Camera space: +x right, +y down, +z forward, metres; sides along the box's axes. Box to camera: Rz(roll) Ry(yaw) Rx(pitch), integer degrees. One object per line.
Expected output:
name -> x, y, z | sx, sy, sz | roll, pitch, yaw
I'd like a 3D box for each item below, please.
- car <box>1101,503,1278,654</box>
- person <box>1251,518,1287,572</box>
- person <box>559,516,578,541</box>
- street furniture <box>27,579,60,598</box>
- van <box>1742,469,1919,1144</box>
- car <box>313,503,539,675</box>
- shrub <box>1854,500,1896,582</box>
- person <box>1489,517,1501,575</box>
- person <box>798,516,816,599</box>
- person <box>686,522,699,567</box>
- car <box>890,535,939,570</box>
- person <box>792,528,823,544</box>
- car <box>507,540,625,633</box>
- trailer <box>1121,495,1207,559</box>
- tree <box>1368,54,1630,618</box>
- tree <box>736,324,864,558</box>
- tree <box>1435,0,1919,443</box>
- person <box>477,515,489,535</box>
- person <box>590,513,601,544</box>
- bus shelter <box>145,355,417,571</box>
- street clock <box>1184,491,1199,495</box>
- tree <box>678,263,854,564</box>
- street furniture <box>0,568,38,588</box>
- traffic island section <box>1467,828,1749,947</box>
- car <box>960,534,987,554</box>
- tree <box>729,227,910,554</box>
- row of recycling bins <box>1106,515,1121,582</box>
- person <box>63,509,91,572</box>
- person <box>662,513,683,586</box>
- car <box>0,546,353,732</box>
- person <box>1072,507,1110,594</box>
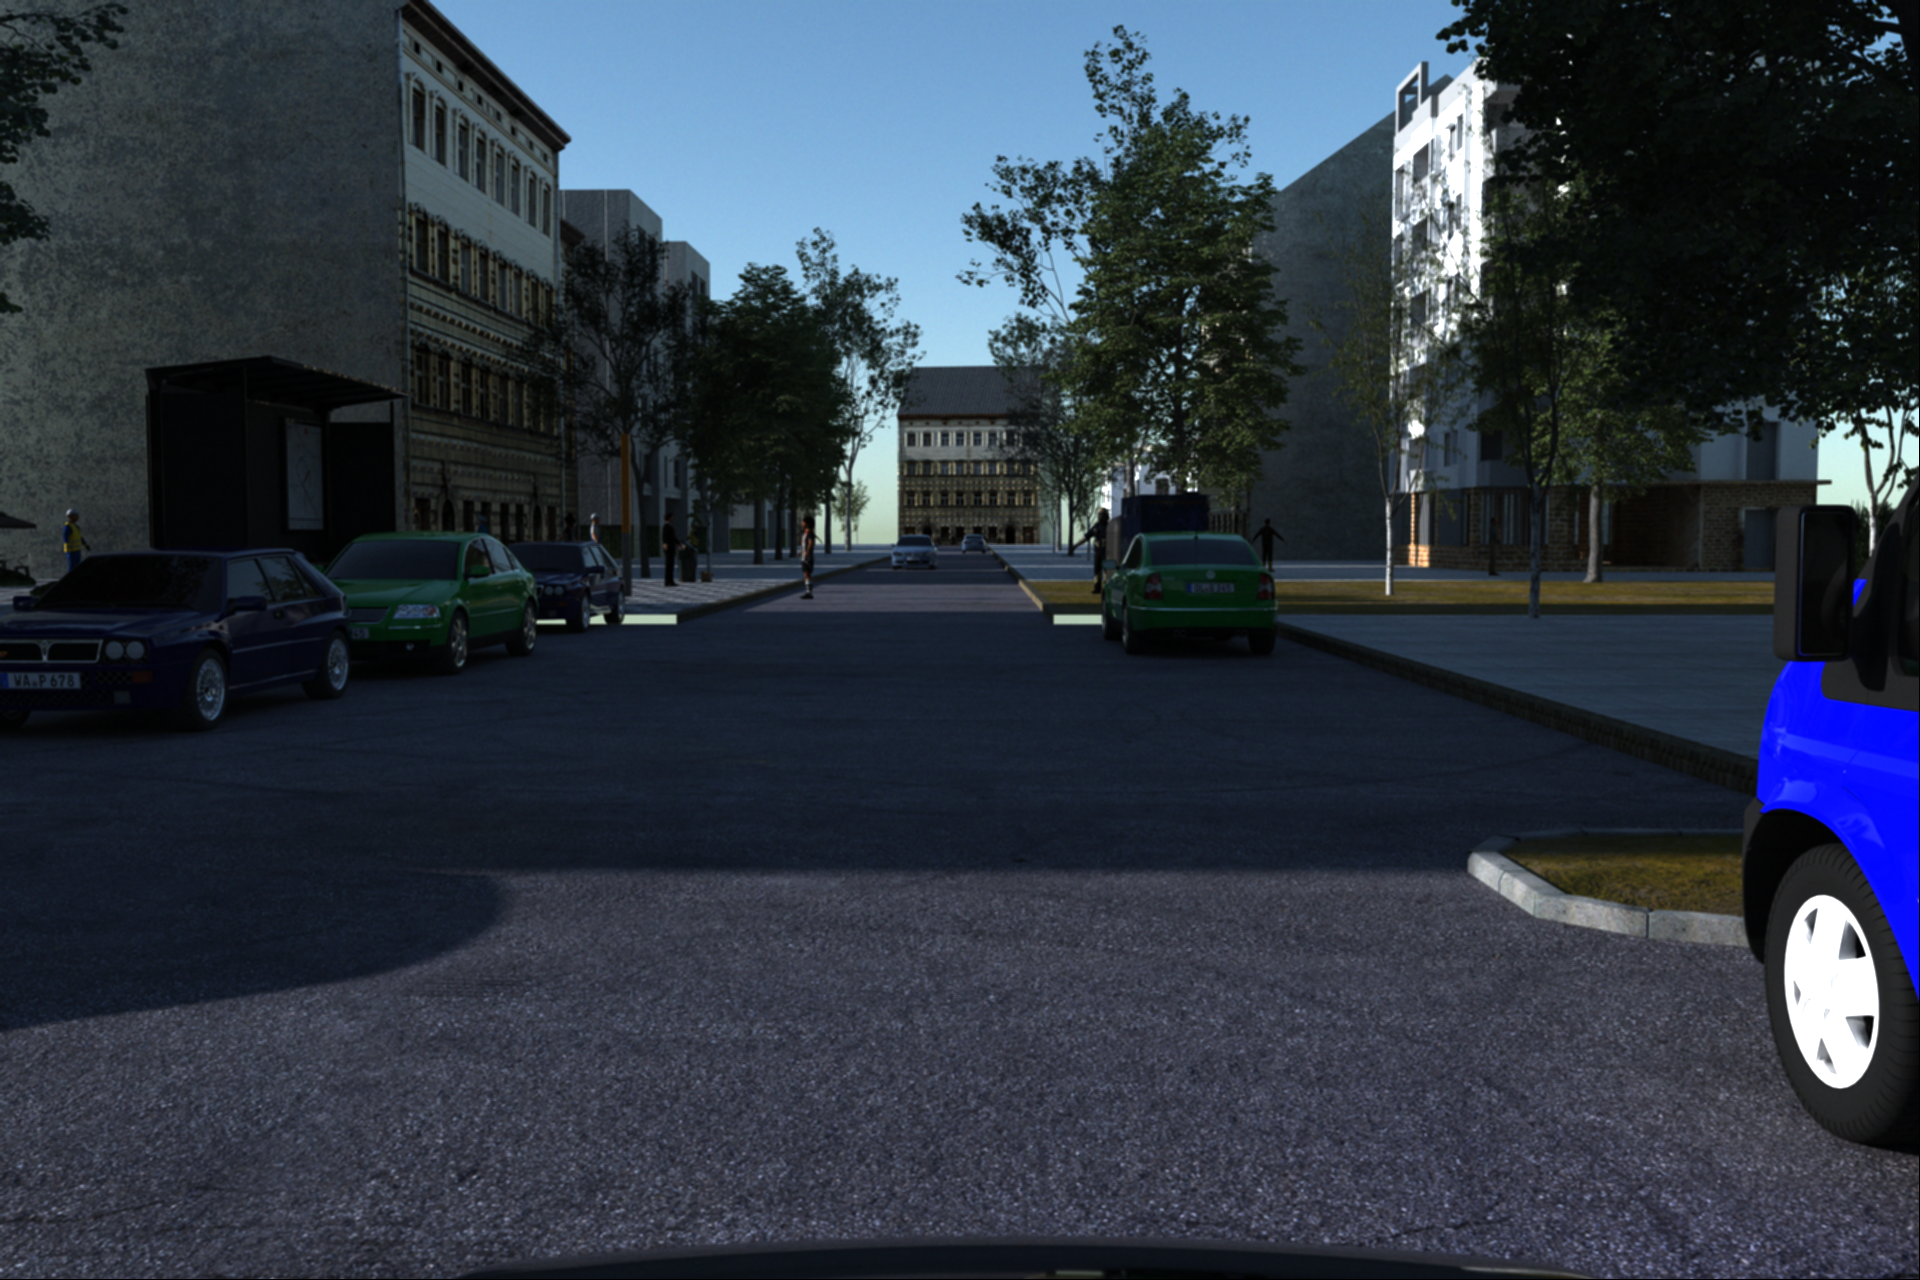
car -> 2.835, -0.810, 22.044 | 1.959, 1.807, 4.718 | 0, 4, -1
person -> 10.485, -3.231, 58.962 | 1.346, 1.812, 0.704 | 3, 4, 37
person -> -11.590, -2.759, 51.261 | 0.704, 1.843, 1.345 | 1, 4, 15
street furniture -> -13.141, -1.185, 34.997 | 10.072, 0.657, 5.734 | -2, 4, -28
van -> 2.972, 0.125, 2.335 | 2.240, 2.365, 5.245 | 0, 4, -1
car -> -5.953, -0.626, 19.025 | 1.959, 1.807, 4.718 | 0, 4, 1
shrub -> 19.202, -1.929, 35.953 | 1.690, 2.028, 1.600 | 0, 3, 0
person -> 16.586, -2.905, 53.766 | 0.705, 1.796, 1.348 | 2, 4, 26
person -> -3.389, -1.815, 38.284 | 0.704, 1.843, 1.345 | -1, 4, -11
person -> -10.310, -3.675, 66.545 | 0.721, 1.772, 1.216 | -2, 4, -29
car -> -1.829, -3.591, 70.723 | 2.014, 1.417, 4.499 | 0, 4, 1
person -> -5.670, -3.513, 64.234 | 1.217, 1.733, 0.721 | -2, 4, -28
car -> -6.271, -0.843, 26.370 | 1.945, 1.354, 3.894 | 0, 4, 1
trailer -> 3.066, -1.221, 27.006 | 1.471, 1.999, 3.904 | 0, 4, -1
tree -> 9.017, -4.649, 26.370 | 4.360, 8.622, 3.978 | 0, 3, 0
tree -> -9.100, -10.744, 93.788 | 7.486, 12.596, 7.792 | 0, 3, 0
tree -> 9.031, -6.652, 15.421 | 9.857, 13.997, 8.962 | 0, 3, 0
person -> -13.670, -2.649, 49.436 | 0.704, 1.817, 1.347 | 0, 4, 2
person -> -9.870, -2.522, 47.091 | 0.705, 1.847, 1.347 | -1, 4, -11
bus shelter -> -9.916, -2.118, 25.909 | 1.731, 3.624, 6.357 | 0, 3, 0
street clock -> 3.935, -1.523, 29.466 | 0.358, 2.002, 0.471 | 0, 4, 1
tree -> -8.258, -9.450, 72.630 | 7.486, 12.596, 7.792 | 0, 3, 0
street furniture -> -26.616, -1.453, 39.389 | 5.734, 0.657, 10.072 | 2, 4, 33
traffic island section -> 3.143, 0.973, 6.953 | 1.991, 0.108, 1.994 | 0, 3, 0
car -> 1.026, -7.152, 128.942 | 2.014, 1.417, 4.499 | 0, 3, 0
tree -> -9.401, -15.541, 109.992 | 12.611, 20.169, 13.585 | 0, 3, 0
row of recycling bins -> 3.439, -1.663, 34.302 | 1.069, 1.692, 3.534 | 0, 4, -1
person -> -19.434, -1.961, 38.036 | 0.705, 1.833, 1.349 | -1, 4, -9
person -> -7.107, -2.224, 42.554 | 0.705, 1.806, 1.347 | 0, 4, 7
car -> -6.282, -0.075, 13.799 | 1.945, 1.354, 3.894 | 0, 4, 1
person -> 3.052, -1.918, 37.136 | 1.354, 1.856, 0.705 | 2, 4, 28
